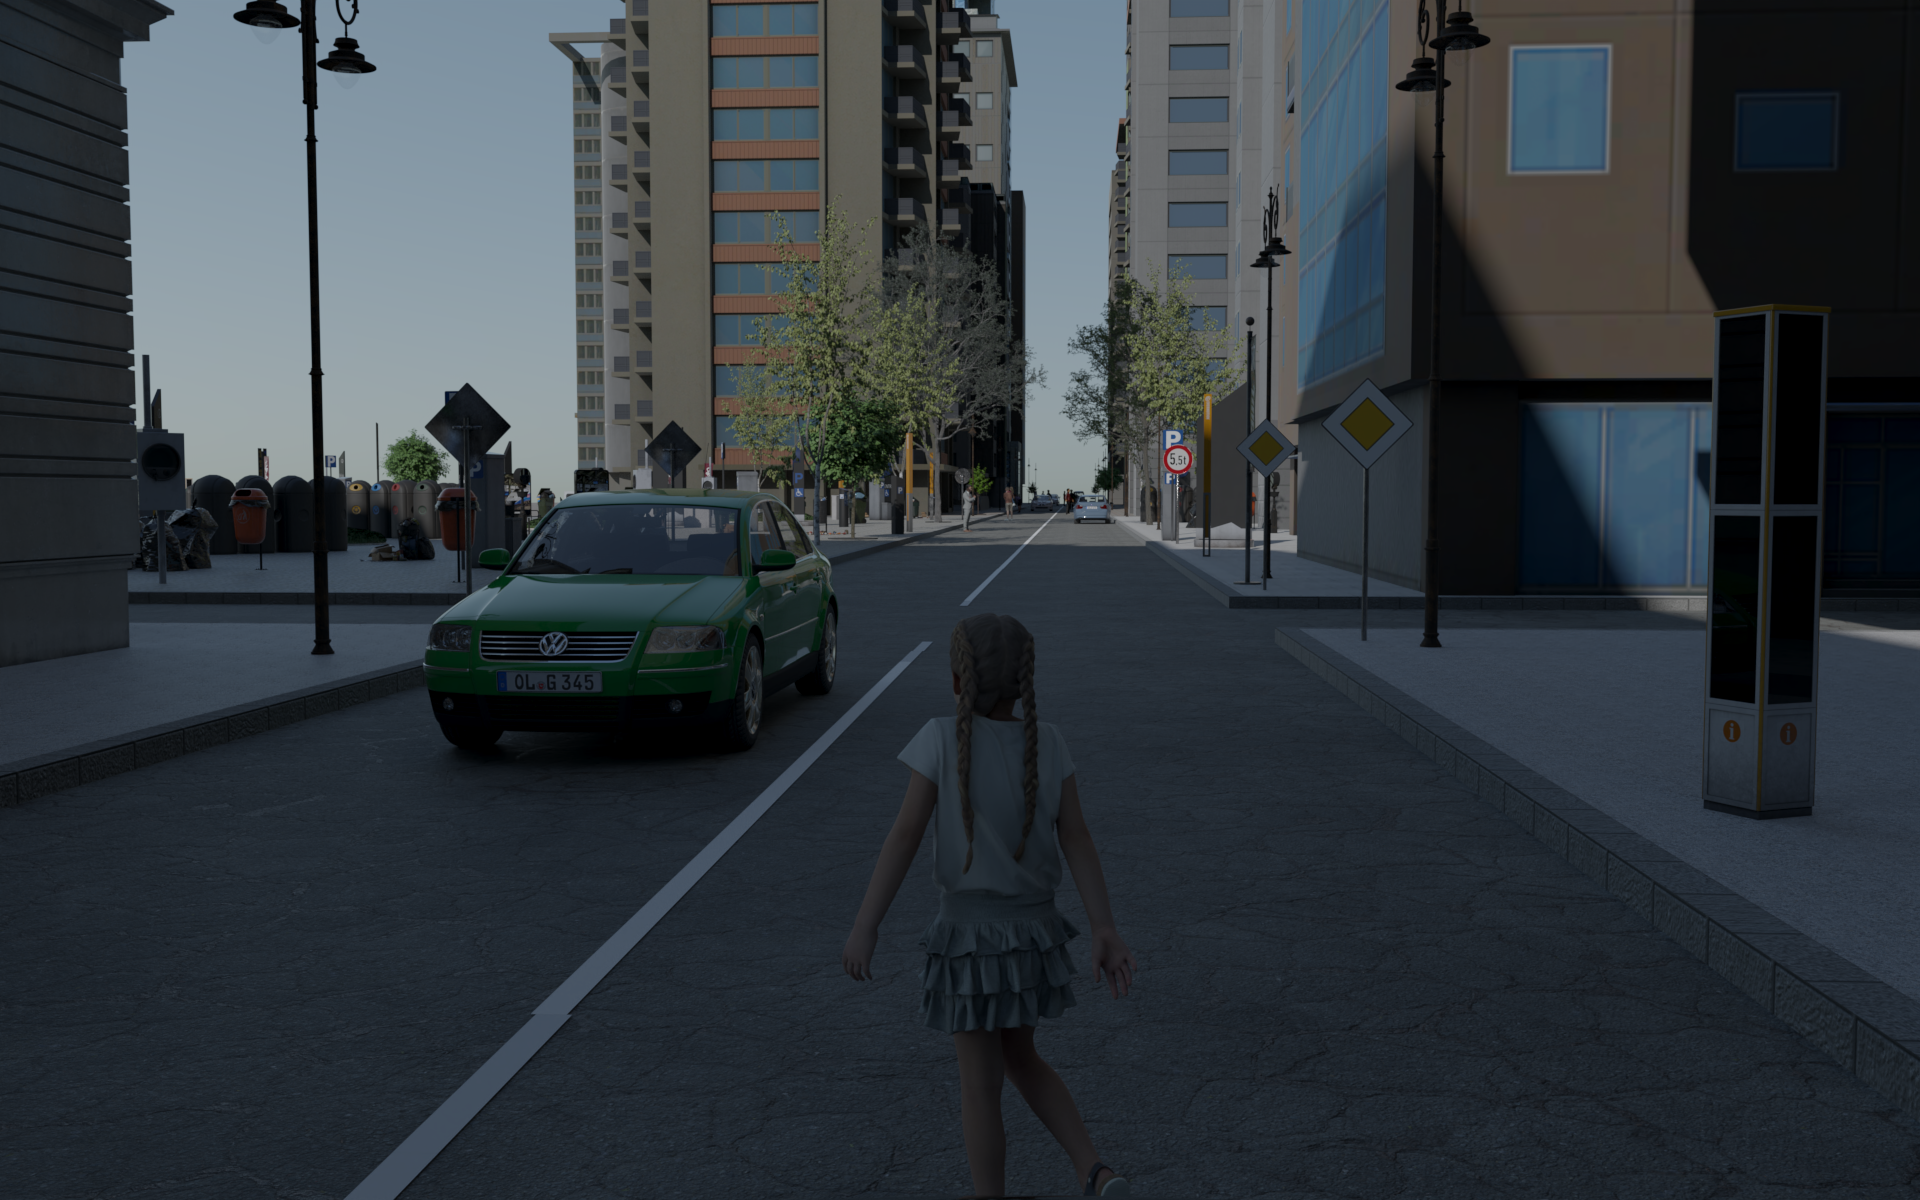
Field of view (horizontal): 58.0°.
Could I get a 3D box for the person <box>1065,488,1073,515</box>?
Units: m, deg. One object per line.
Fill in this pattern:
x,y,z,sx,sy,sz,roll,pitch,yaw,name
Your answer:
7.509,-6.803,119.699,0.705,1.831,1.348,2,4,25,person

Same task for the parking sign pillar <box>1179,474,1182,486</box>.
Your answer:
12.302,-6.656,97.292,1.447,3.967,1.447,-2,4,-30,parking sign pillar

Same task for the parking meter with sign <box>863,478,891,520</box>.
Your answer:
-4.079,-5.415,84.790,1.738,3.016,0.543,3,5,39,parking meter with sign

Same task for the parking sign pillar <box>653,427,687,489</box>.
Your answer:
-11.731,-4.984,69.954,1.447,3.967,1.447,1,4,14,parking sign pillar

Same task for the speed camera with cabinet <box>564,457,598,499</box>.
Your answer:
-20.305,-6.060,93.418,2.038,3.252,0.660,0,4,8,speed camera with cabinet

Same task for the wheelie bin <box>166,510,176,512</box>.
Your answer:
-22.233,-2.487,48.566,0.693,1.594,0.980,0,4,-3,wheelie bin

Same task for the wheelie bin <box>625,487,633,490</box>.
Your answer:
-14.244,-4.133,75.479,0.980,1.594,0.693,-1,4,-21,wheelie bin

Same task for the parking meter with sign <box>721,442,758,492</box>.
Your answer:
-7.206,-3.828,58.853,1.738,3.016,0.543,-1,4,-13,parking meter with sign

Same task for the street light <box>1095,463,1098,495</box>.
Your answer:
17.720,-15.208,221.434,0.468,5.910,1.993,0,4,4,street light

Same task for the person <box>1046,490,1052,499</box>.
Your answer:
8.822,-10.100,173.262,0.705,1.869,1.348,3,5,43,person

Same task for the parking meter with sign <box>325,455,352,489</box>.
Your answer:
-27.616,-4.973,77.574,1.738,3.016,0.543,2,4,32,parking meter with sign

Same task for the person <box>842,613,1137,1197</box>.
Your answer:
0.051,0.633,3.161,0.505,1.210,0.382,-2,4,-24,person

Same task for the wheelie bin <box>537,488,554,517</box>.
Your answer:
-21.415,-4.998,89.626,0.693,1.594,0.980,2,4,35,wheelie bin

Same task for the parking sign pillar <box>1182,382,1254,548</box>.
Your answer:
6.391,-3.264,41.842,1.447,3.967,1.447,2,4,31,parking sign pillar

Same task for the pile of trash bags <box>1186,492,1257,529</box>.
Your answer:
9.913,-3.339,64.338,1.912,1.369,3.447,-2,4,-26,pile of trash bags

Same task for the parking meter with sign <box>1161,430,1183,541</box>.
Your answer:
5.813,-3.155,47.850,0.543,3.016,1.738,0,4,3,parking meter with sign

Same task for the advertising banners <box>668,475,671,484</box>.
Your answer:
-8.111,-3.126,47.297,0.090,3.025,2.074,-2,4,-24,advertising banners

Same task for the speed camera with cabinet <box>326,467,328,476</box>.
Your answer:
-34.245,-5.954,91.686,2.038,3.252,0.660,1,4,11,speed camera with cabinet

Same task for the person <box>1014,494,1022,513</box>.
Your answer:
4.462,-7.437,133.320,0.697,1.427,0.421,2,4,26,person

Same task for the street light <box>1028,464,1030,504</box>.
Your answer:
8.732,-15.088,219.476,0.468,5.910,1.993,0,4,4,street light

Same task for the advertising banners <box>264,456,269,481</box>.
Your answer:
-32.490,-5.152,80.421,0.090,3.025,2.074,-3,5,-44,advertising banners

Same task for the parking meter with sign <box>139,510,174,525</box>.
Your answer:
-18.671,-2.632,39.293,1.738,3.016,0.543,-3,5,-40,parking meter with sign

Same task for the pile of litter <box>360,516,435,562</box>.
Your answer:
-10.901,-1.197,33.532,1.176,0.858,1.719,3,4,38,pile of litter

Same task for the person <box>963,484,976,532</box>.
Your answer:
0.359,-3.473,65.463,0.466,1.800,0.511,0,4,8,person

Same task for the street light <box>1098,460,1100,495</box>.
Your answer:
15.381,-13.034,185.888,0.468,5.910,1.993,0,4,4,street light

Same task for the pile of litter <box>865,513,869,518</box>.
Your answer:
-5.459,-4.865,93.500,1.719,0.858,1.176,-2,4,-35,pile of litter

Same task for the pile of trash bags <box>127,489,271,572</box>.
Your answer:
-13.244,-1.201,29.386,3.447,1.369,1.912,1,4,14,pile of trash bags

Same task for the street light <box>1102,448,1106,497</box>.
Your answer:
14.583,-12.294,173.799,0.468,5.910,1.993,0,4,4,street light

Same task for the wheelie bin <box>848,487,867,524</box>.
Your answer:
-4.437,-4.088,74.749,0.693,1.594,0.980,-3,5,-41,wheelie bin

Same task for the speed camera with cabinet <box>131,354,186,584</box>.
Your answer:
-11.888,-1.816,24.028,0.660,3.252,2.038,3,5,44,speed camera with cabinet

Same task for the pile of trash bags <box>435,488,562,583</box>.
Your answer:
-6.001,-0.979,25.755,3.447,1.369,1.912,-1,4,-17,pile of trash bags

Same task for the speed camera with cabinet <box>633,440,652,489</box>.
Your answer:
-11.775,-4.225,63.420,0.660,3.252,2.038,-1,4,-21,speed camera with cabinet

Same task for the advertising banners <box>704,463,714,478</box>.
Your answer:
-14.859,-6.191,97.413,2.074,3.025,0.090,0,4,7,advertising banners

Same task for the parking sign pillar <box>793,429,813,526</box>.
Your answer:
-6.476,-4.967,69.683,1.447,3.967,1.447,0,4,-5,parking sign pillar

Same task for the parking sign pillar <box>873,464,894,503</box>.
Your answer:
-3.846,-6.027,87.014,1.447,3.967,1.447,3,4,36,parking sign pillar

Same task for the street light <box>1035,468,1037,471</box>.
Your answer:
11.162,-17.262,255.016,0.468,5.910,1.993,0,4,4,street light

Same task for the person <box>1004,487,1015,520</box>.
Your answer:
2.714,-5.245,94.236,0.573,1.828,0.580,3,4,38,person

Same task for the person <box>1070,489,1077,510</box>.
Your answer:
10.280,-9.298,160.153,1.348,1.869,0.705,3,4,36,person

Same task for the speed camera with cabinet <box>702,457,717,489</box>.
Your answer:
-14.031,-6.001,92.446,2.038,3.252,0.660,1,4,11,speed camera with cabinet

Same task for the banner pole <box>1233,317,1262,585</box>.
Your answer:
4.085,-2.098,24.320,0.401,3.779,0.863,0,4,2,banner pole

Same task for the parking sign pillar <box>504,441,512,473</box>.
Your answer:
-22.981,-6.052,87.414,1.447,3.967,1.447,0,4,1,parking sign pillar

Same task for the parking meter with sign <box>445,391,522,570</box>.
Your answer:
-8.227,-2.070,30.098,0.543,3.016,1.738,1,4,14,parking meter with sign
